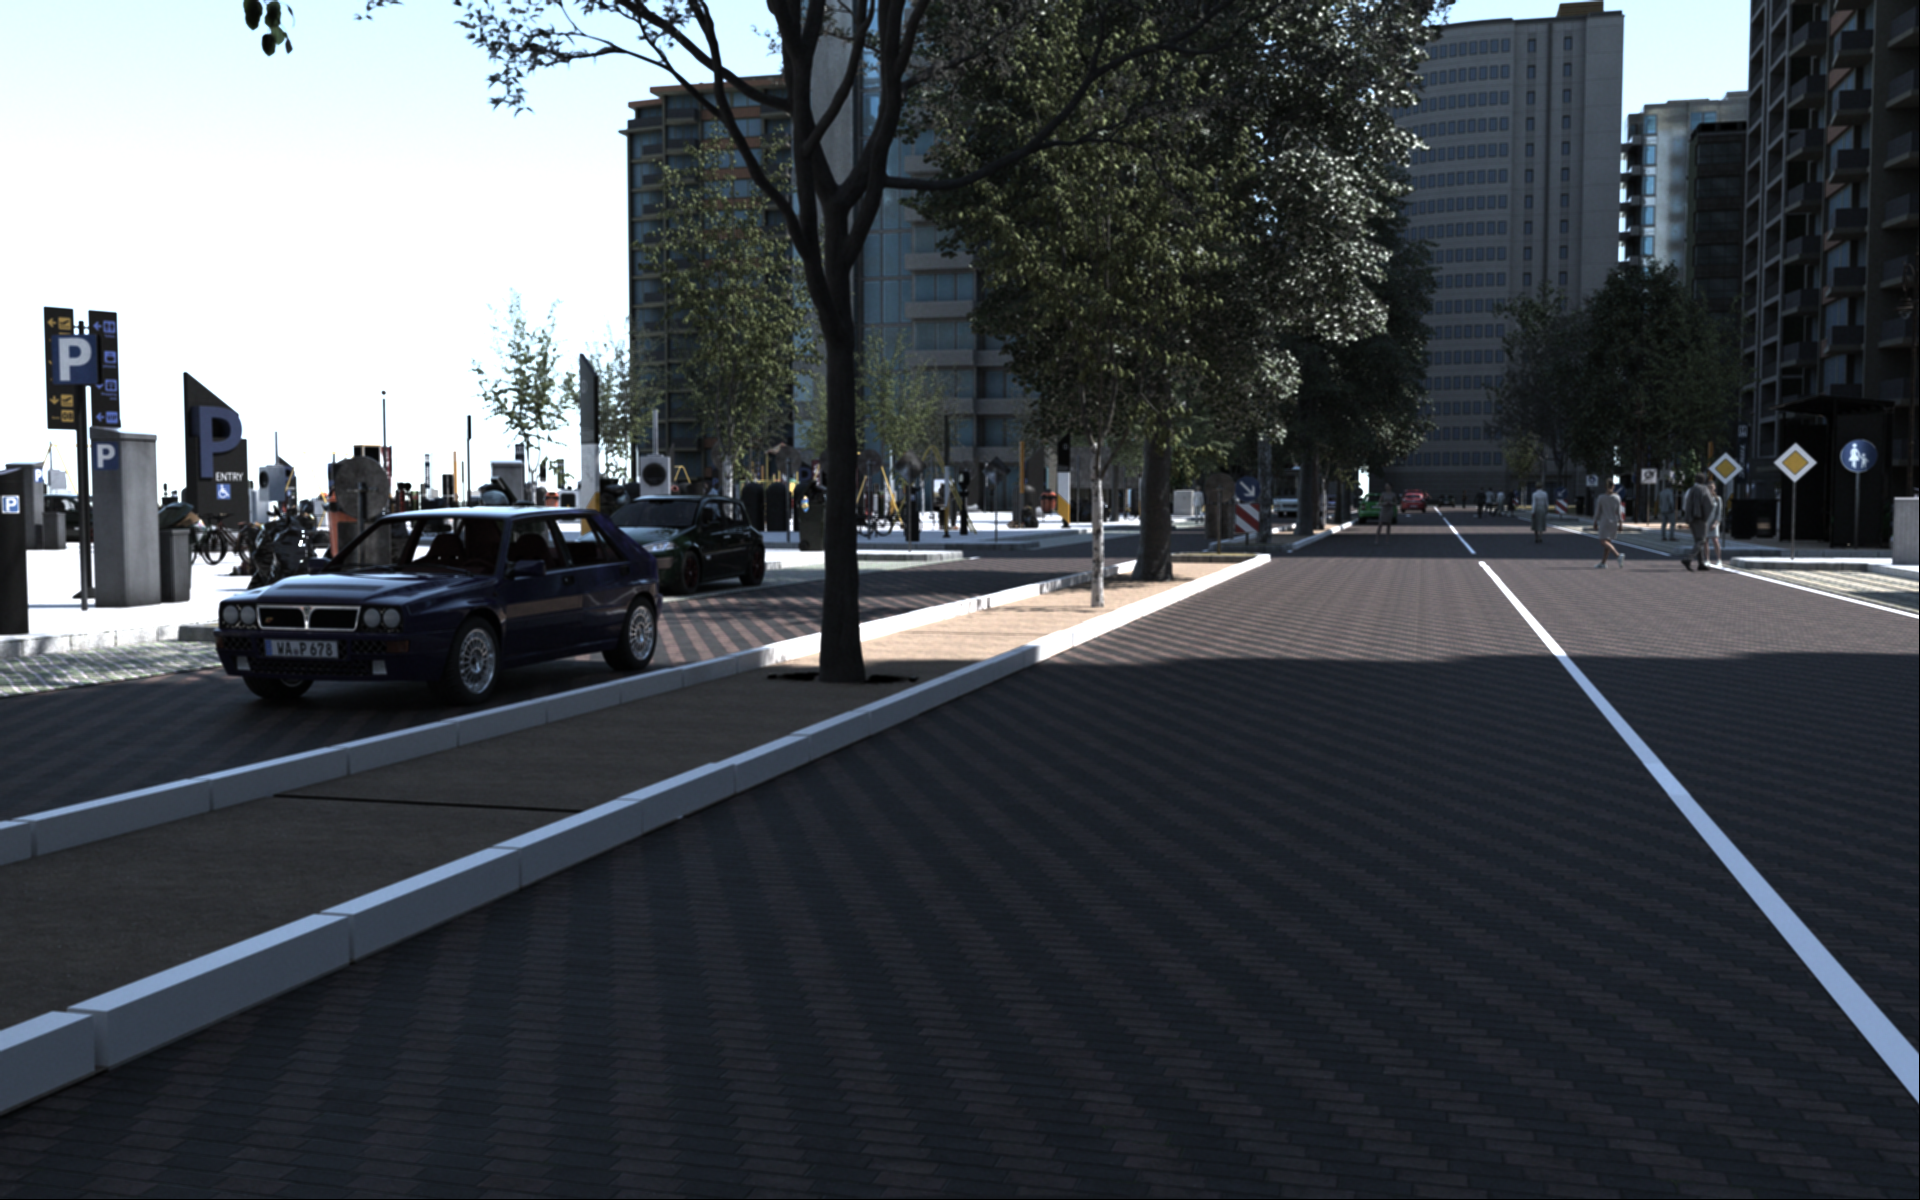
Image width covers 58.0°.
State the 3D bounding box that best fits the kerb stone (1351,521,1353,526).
[{"bbox_3d":[17.179,-3.329,76.629,0.120,0.150,1.000,1,4,15],"label":"kerb stone"}]

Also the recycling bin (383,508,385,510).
[{"bbox_3d":[-41.649,-6.810,123.895,0.722,1.027,0.722,3,5,41],"label":"recycling bin"}]

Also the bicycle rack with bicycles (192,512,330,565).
[{"bbox_3d":[-12.999,-1.110,31.536,2.852,0.926,2.925,2,4,24],"label":"bicycle rack with bicycles"}]

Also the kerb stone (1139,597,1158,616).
[{"bbox_3d":[2.193,0.095,20.637,0.120,0.150,1.000,1,4,15],"label":"kerb stone"}]

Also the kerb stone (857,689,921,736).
[{"bbox_3d":[-0.454,0.701,10.737,0.120,0.150,1.000,1,4,15],"label":"kerb stone"}]

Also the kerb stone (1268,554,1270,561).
[{"bbox_3d":[6.430,-0.869,36.488,0.120,0.150,1.000,1,4,15],"label":"kerb stone"}]

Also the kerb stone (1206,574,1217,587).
[{"bbox_3d":[3.781,-0.265,26.582,0.120,0.150,1.000,1,4,15],"label":"kerb stone"}]

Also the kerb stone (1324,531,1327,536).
[{"bbox_3d":[11.863,-2.112,56.796,0.120,0.150,1.000,1,4,15],"label":"kerb stone"}]

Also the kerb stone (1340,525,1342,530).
[{"bbox_3d":[14.511,-2.716,66.700,0.120,0.150,1.000,1,4,15],"label":"kerb stone"}]

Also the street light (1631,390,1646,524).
[{"bbox_3d":[29.434,-6.265,75.214,0.468,5.910,1.993,1,4,15],"label":"street light"}]

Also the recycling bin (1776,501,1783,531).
[{"bbox_3d":[28.556,-2.890,59.806,0.722,1.027,0.722,-1,4,-19],"label":"recycling bin"}]

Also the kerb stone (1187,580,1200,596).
[{"bbox_3d":[3.248,-0.147,24.602,0.120,0.150,1.000,1,4,15],"label":"kerb stone"}]

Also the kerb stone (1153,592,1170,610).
[{"bbox_3d":[2.458,0.037,21.626,0.120,0.150,1.000,1,4,15],"label":"kerb stone"}]

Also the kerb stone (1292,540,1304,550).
[{"bbox_3d":[8.953,-1.451,45.912,0.120,0.150,1.000,1,4,15],"label":"kerb stone"}]

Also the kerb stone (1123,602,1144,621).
[{"bbox_3d":[1.918,0.156,19.651,0.120,0.150,1.000,1,4,15],"label":"kerb stone"}]

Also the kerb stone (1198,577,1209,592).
[{"bbox_3d":[3.523,-0.208,25.593,0.120,0.150,1.000,1,4,15],"label":"kerb stone"}]

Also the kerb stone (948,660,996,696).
[{"bbox_3d":[0.068,0.580,12.714,0.120,0.150,1.000,1,4,15],"label":"kerb stone"}]

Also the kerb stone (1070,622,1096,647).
[{"bbox_3d":[1.135,0.344,16.682,0.120,0.150,1.000,1,4,15],"label":"kerb stone"}]

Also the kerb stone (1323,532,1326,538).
[{"bbox_3d":[11.606,-2.055,55.798,0.120,0.150,1.000,1,4,15],"label":"kerb stone"}]

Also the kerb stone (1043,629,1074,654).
[{"bbox_3d":[0.857,0.398,15.695,0.120,0.150,1.000,1,4,15],"label":"kerb stone"}]

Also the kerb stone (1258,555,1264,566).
[{"bbox_3d":[5.909,-0.749,34.498,0.120,0.150,1.000,1,4,15],"label":"kerb stone"}]

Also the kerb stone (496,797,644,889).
[{"bbox_3d":[-1.518,0.943,6.779,0.120,0.150,1.000,1,4,15],"label":"kerb stone"}]

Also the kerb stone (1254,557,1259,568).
[{"bbox_3d":[5.638,-0.692,33.512,0.120,0.150,1.000,1,4,15],"label":"kerb stone"}]

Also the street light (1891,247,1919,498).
[{"bbox_3d":[17.930,-3.660,32.621,0.468,5.910,1.993,1,4,15],"label":"street light"}]

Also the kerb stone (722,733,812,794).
[{"bbox_3d":[-0.991,0.830,8.756,0.120,0.150,1.000,1,4,15],"label":"kerb stone"}]

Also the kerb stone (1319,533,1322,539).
[{"bbox_3d":[11.067,-1.928,53.826,0.120,0.150,1.000,1,4,15],"label":"kerb stone"}]

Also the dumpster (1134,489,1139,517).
[{"bbox_3d":[10.462,-5.592,97.183,1.264,1.857,1.865,1,4,15],"label":"dumpster"}]

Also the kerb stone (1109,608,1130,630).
[{"bbox_3d":[1.666,0.219,18.658,0.120,0.150,1.000,1,4,15],"label":"kerb stone"}]

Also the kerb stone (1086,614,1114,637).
[{"bbox_3d":[1.397,0.277,17.672,0.120,0.150,1.000,1,4,15],"label":"kerb stone"}]

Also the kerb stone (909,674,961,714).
[{"bbox_3d":[-0.198,0.642,11.727,0.120,0.150,1.000,1,4,15],"label":"kerb stone"}]

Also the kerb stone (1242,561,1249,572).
[{"bbox_3d":[5.101,-0.571,31.530,0.120,0.150,1.000,1,4,15],"label":"kerb stone"}]

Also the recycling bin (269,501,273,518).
[{"bbox_3d":[-36.635,-4.797,90.992,0.722,1.027,0.722,1,4,13],"label":"recycling bin"}]

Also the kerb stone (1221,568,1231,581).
[{"bbox_3d":[4.315,-0.381,28.556,0.120,0.150,1.000,1,4,15],"label":"kerb stone"}]

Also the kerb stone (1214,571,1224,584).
[{"bbox_3d":[4.050,-0.325,27.568,0.120,0.150,1.000,1,4,15],"label":"kerb stone"}]

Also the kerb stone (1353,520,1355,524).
[{"bbox_3d":[17.709,-3.450,78.604,0.120,0.150,1.000,1,4,15],"label":"kerb stone"}]

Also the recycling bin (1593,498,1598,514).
[{"bbox_3d":[40.997,-6.051,111.495,0.722,1.027,0.722,1,4,9],"label":"recycling bin"}]

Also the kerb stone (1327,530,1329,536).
[{"bbox_3d":[12.128,-2.175,57.788,0.120,0.150,1.000,1,4,15],"label":"kerb stone"}]

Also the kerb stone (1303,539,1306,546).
[{"bbox_3d":[9.212,-1.505,46.902,0.120,0.150,1.000,1,4,15],"label":"kerb stone"}]

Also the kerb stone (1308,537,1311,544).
[{"bbox_3d":[9.737,-1.632,48.879,0.120,0.150,1.000,1,4,15],"label":"kerb stone"}]

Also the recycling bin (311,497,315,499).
[{"bbox_3d":[-48.422,-7.204,130.346,0.722,1.027,0.722,-1,4,-9],"label":"recycling bin"}]

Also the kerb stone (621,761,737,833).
[{"bbox_3d":[-1.261,0.882,7.770,0.120,0.150,1.000,1,4,15],"label":"kerb stone"}]

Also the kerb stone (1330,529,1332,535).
[{"bbox_3d":[12.660,-2.297,59.766,0.120,0.150,1.000,1,4,15],"label":"kerb stone"}]

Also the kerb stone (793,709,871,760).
[{"bbox_3d":[-0.726,0.763,9.752,0.120,0.150,1.000,1,4,15],"label":"kerb stone"}]

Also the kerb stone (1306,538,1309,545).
[{"bbox_3d":[9.479,-1.572,47.890,0.120,0.150,1.000,1,4,15],"label":"kerb stone"}]

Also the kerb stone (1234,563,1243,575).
[{"bbox_3d":[4.835,-0.510,30.538,0.120,0.150,1.000,1,4,15],"label":"kerb stone"}]

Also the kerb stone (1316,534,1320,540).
[{"bbox_3d":[10.803,-1.872,52.833,0.120,0.150,1.000,1,4,15],"label":"kerb stone"}]

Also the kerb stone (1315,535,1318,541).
[{"bbox_3d":[10.543,-1.813,51.838,0.120,0.150,1.000,1,4,15],"label":"kerb stone"}]

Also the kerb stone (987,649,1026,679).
[{"bbox_3d":[0.331,0.524,13.708,0.120,0.150,1.000,1,4,15],"label":"kerb stone"}]

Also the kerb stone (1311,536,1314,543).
[{"bbox_3d":[10.016,-1.692,49.863,0.120,0.150,1.000,1,4,15],"label":"kerb stone"}]

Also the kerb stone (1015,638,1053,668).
[{"bbox_3d":[0.603,0.459,14.693,0.120,0.150,1.000,1,4,15],"label":"kerb stone"}]

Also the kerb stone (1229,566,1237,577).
[{"bbox_3d":[4.572,-0.448,29.545,0.120,0.150,1.000,1,4,15],"label":"kerb stone"}]

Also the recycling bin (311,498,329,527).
[{"bbox_3d":[-24.572,-3.347,67.273,0.722,1.027,0.722,2,4,34],"label":"recycling bin"}]

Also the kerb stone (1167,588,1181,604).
[{"bbox_3d":[2.720,-0.021,22.614,0.120,0.150,1.000,1,4,15],"label":"kerb stone"}]

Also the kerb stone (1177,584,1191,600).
[{"bbox_3d":[2.991,-0.086,23.604,0.120,0.150,1.000,1,4,15],"label":"kerb stone"}]

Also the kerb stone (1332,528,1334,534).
[{"bbox_3d":[12.929,-2.358,60.755,0.120,0.150,1.000,1,4,15],"label":"kerb stone"}]

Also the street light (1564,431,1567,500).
[{"bbox_3d":[39.511,-8.571,112.927,0.468,5.910,1.993,1,4,15],"label":"street light"}]

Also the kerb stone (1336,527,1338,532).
[{"bbox_3d":[13.718,-2.540,63.731,0.120,0.150,1.000,1,4,15],"label":"kerb stone"}]

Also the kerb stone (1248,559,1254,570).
[{"bbox_3d":[5.372,-0.632,32.521,0.120,0.150,1.000,1,4,15],"label":"kerb stone"}]

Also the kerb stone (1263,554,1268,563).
[{"bbox_3d":[6.160,-0.811,35.491,0.120,0.150,1.000,1,4,15],"label":"kerb stone"}]
